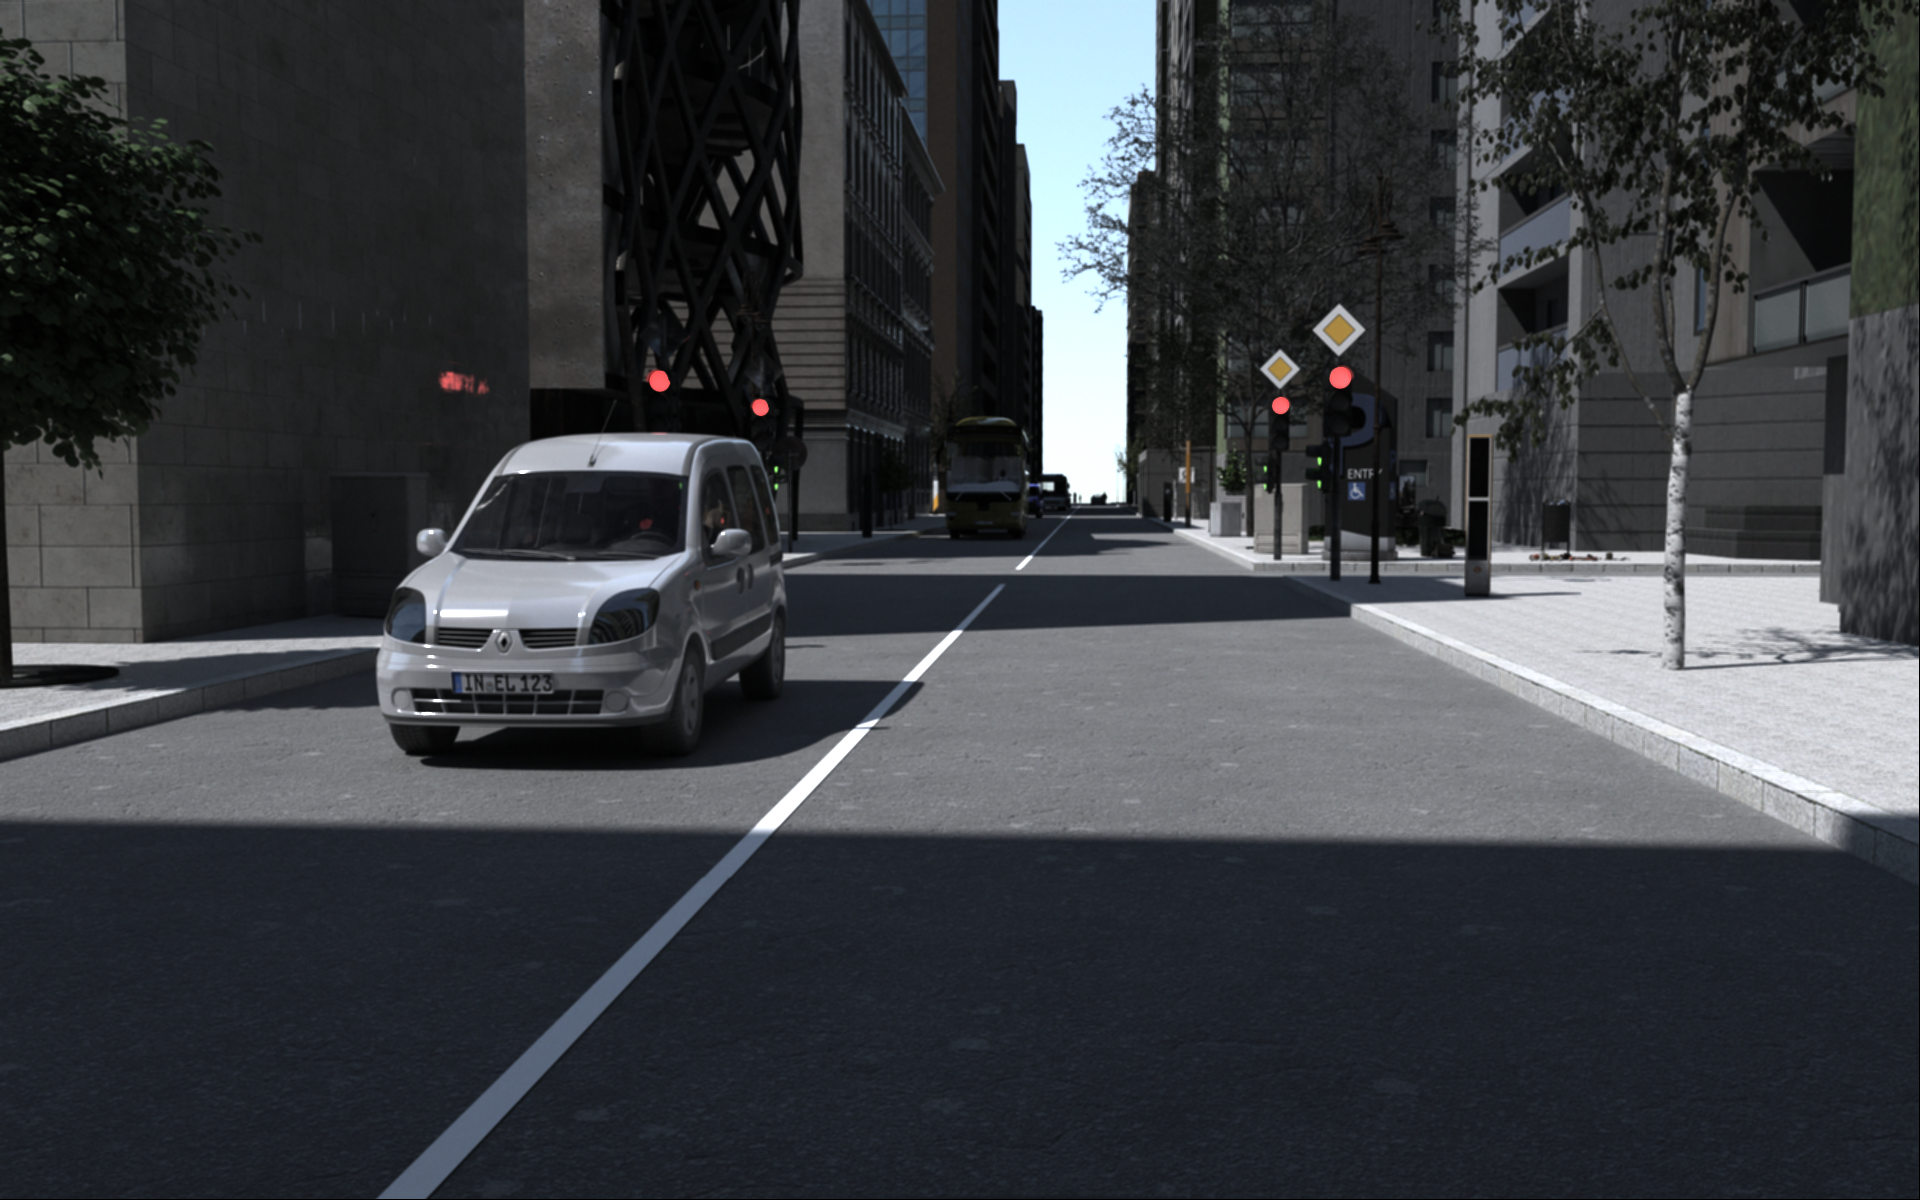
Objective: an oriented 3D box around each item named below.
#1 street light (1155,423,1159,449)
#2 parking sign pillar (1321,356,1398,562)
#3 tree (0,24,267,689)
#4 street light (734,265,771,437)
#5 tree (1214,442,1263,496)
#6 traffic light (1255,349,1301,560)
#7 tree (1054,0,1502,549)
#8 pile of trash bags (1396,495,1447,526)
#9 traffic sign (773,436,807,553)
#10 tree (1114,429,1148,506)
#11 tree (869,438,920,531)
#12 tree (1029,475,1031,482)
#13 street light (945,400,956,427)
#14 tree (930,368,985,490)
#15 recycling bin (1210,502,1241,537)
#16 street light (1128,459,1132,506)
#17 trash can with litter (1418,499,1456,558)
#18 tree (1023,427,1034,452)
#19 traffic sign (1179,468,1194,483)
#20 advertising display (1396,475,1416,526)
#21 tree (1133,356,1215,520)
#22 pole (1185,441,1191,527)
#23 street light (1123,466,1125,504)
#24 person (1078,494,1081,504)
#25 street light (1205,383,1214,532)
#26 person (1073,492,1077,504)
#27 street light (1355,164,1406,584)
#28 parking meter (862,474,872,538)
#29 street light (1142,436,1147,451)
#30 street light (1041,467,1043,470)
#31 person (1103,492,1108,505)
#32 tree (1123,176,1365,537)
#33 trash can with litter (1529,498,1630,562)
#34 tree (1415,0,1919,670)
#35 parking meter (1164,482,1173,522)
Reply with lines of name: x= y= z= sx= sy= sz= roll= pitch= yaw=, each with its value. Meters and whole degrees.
street light: x=12.295 y=-8.278 z=108.127 sx=0.468 sy=5.910 sz=1.993 roll=0 pitch=4 yaw=4
parking sign pillar: x=7.720 y=-2.745 z=33.357 sx=1.447 sy=3.967 sz=1.447 roll=2 pitch=4 yaw=35
tree: x=-6.555 y=-1.725 z=11.918 sx=4.285 sy=4.588 sz=4.351 roll=0 pitch=3 yaw=0
street light: x=-4.188 y=-3.814 z=35.143 sx=0.468 sy=5.910 sz=1.993 roll=0 pitch=4 yaw=4
tree: x=10.144 y=-4.263 z=64.298 sx=1.663 sy=3.219 sz=1.824 roll=0 pitch=3 yaw=0
traffic light: x=6.160 y=-2.731 z=33.580 sx=0.839 sy=4.253 sz=0.868 roll=0 pitch=4 yaw=4
tree: x=7.316 y=-7.924 z=39.921 sx=12.009 sy=13.543 sz=11.850 roll=0 pitch=3 yaw=0
pile of trash bags: x=16.739 y=-3.169 z=61.561 sx=1.912 sy=1.369 sz=3.447 roll=-3 pitch=5 yaw=-40
traffic sign: x=-3.721 y=-2.313 z=37.930 sx=0.768 sy=2.556 sz=0.104 roll=1 pitch=4 yaw=10
tree: x=19.274 y=-14.877 z=193.605 sx=4.737 sy=8.622 sz=4.395 roll=0 pitch=3 yaw=0
tree: x=-2.363 y=-3.979 z=59.651 sx=1.663 sy=3.219 sz=1.824 roll=0 pitch=3 yaw=0
tree: x=5.700 y=-11.891 z=178.135 sx=4.285 sy=4.588 sz=4.351 roll=0 pitch=3 yaw=0
street light: x=-0.460 y=-6.889 z=85.424 sx=0.468 sy=5.910 sz=1.993 roll=0 pitch=4 yaw=4
tree: x=-0.649 y=-9.153 z=100.021 sx=4.737 sy=8.622 sz=4.395 roll=0 pitch=3 yaw=0
recycling bin: x=7.971 y=-2.413 z=52.009 sx=0.722 sy=1.027 sz=0.722 roll=-1 pitch=4 yaw=-17
street light: x=18.070 y=-12.942 z=184.394 sx=0.468 sy=5.910 sz=1.993 roll=0 pitch=4 yaw=4
trash can with litter: x=9.753 y=-1.457 z=35.203 sx=0.624 sy=1.170 sz=1.055 roll=-1 pitch=4 yaw=-12
tree: x=5.956 y=-14.424 z=186.198 sx=4.737 sy=8.622 sz=4.395 roll=0 pitch=3 yaw=0
traffic sign: x=8.772 y=-3.970 z=67.035 sx=0.606 sy=2.300 sz=0.079 roll=1 pitch=4 yaw=8
advertising display: x=14.772 y=-3.194 z=57.434 sx=0.974 sy=1.923 sz=0.123 roll=-3 pitch=5 yaw=-42
tree: x=10.684 y=-8.274 z=85.641 sx=4.360 sy=8.622 sz=3.978 roll=0 pitch=3 yaw=0
pole: x=8.765 y=-4.442 z=66.467 sx=0.158 sy=3.312 sz=0.155 roll=0 pitch=3 yaw=0
street light: x=20.517 y=-14.929 z=216.883 sx=0.468 sy=5.910 sz=1.993 roll=0 pitch=4 yaw=4
person: x=17.123 y=-14.401 z=247.214 sx=0.557 sy=1.426 sz=1.065 roll=-1 pitch=4 yaw=-17
street light: x=8.422 y=-5.211 z=57.993 sx=0.468 sy=5.910 sz=1.993 roll=0 pitch=4 yaw=4
person: x=17.358 y=-15.425 z=261.366 sx=0.621 sy=1.740 sz=0.551 roll=3 pitch=4 yaw=38
street light: x=5.955 y=-3.175 z=24.699 sx=0.468 sy=5.910 sz=1.993 roll=0 pitch=4 yaw=4
parking meter: x=-2.746 y=-2.775 z=51.087 sx=0.255 sy=1.863 sz=0.399 roll=-1 pitch=4 yaw=-11
street light: x=14.315 y=-9.880 z=134.324 sx=0.468 sy=5.910 sz=1.993 roll=0 pitch=4 yaw=4
street light: x=11.561 y=-16.590 z=244.039 sx=0.468 sy=5.910 sz=1.993 roll=0 pitch=4 yaw=4
person: x=18.790 y=-13.199 z=224.851 sx=0.434 sy=1.755 sz=0.990 roll=-3 pitch=5 yaw=-43
tree: x=8.356 y=-7.154 z=51.381 sx=7.601 sy=10.594 sz=8.767 roll=-1 pitch=4 yaw=-14
trash can with litter: x=11.998 y=-1.380 z=33.623 sx=2.233 sy=1.210 sz=1.678 roll=0 pitch=4 yaw=-1
tree: x=5.278 y=-3.810 z=12.648 sx=4.360 sy=8.622 sz=3.978 roll=0 pitch=3 yaw=0
parking meter: x=9.612 y=-4.543 z=79.994 sx=0.399 sy=1.863 sz=0.255 roll=0 pitch=4 yaw=8
